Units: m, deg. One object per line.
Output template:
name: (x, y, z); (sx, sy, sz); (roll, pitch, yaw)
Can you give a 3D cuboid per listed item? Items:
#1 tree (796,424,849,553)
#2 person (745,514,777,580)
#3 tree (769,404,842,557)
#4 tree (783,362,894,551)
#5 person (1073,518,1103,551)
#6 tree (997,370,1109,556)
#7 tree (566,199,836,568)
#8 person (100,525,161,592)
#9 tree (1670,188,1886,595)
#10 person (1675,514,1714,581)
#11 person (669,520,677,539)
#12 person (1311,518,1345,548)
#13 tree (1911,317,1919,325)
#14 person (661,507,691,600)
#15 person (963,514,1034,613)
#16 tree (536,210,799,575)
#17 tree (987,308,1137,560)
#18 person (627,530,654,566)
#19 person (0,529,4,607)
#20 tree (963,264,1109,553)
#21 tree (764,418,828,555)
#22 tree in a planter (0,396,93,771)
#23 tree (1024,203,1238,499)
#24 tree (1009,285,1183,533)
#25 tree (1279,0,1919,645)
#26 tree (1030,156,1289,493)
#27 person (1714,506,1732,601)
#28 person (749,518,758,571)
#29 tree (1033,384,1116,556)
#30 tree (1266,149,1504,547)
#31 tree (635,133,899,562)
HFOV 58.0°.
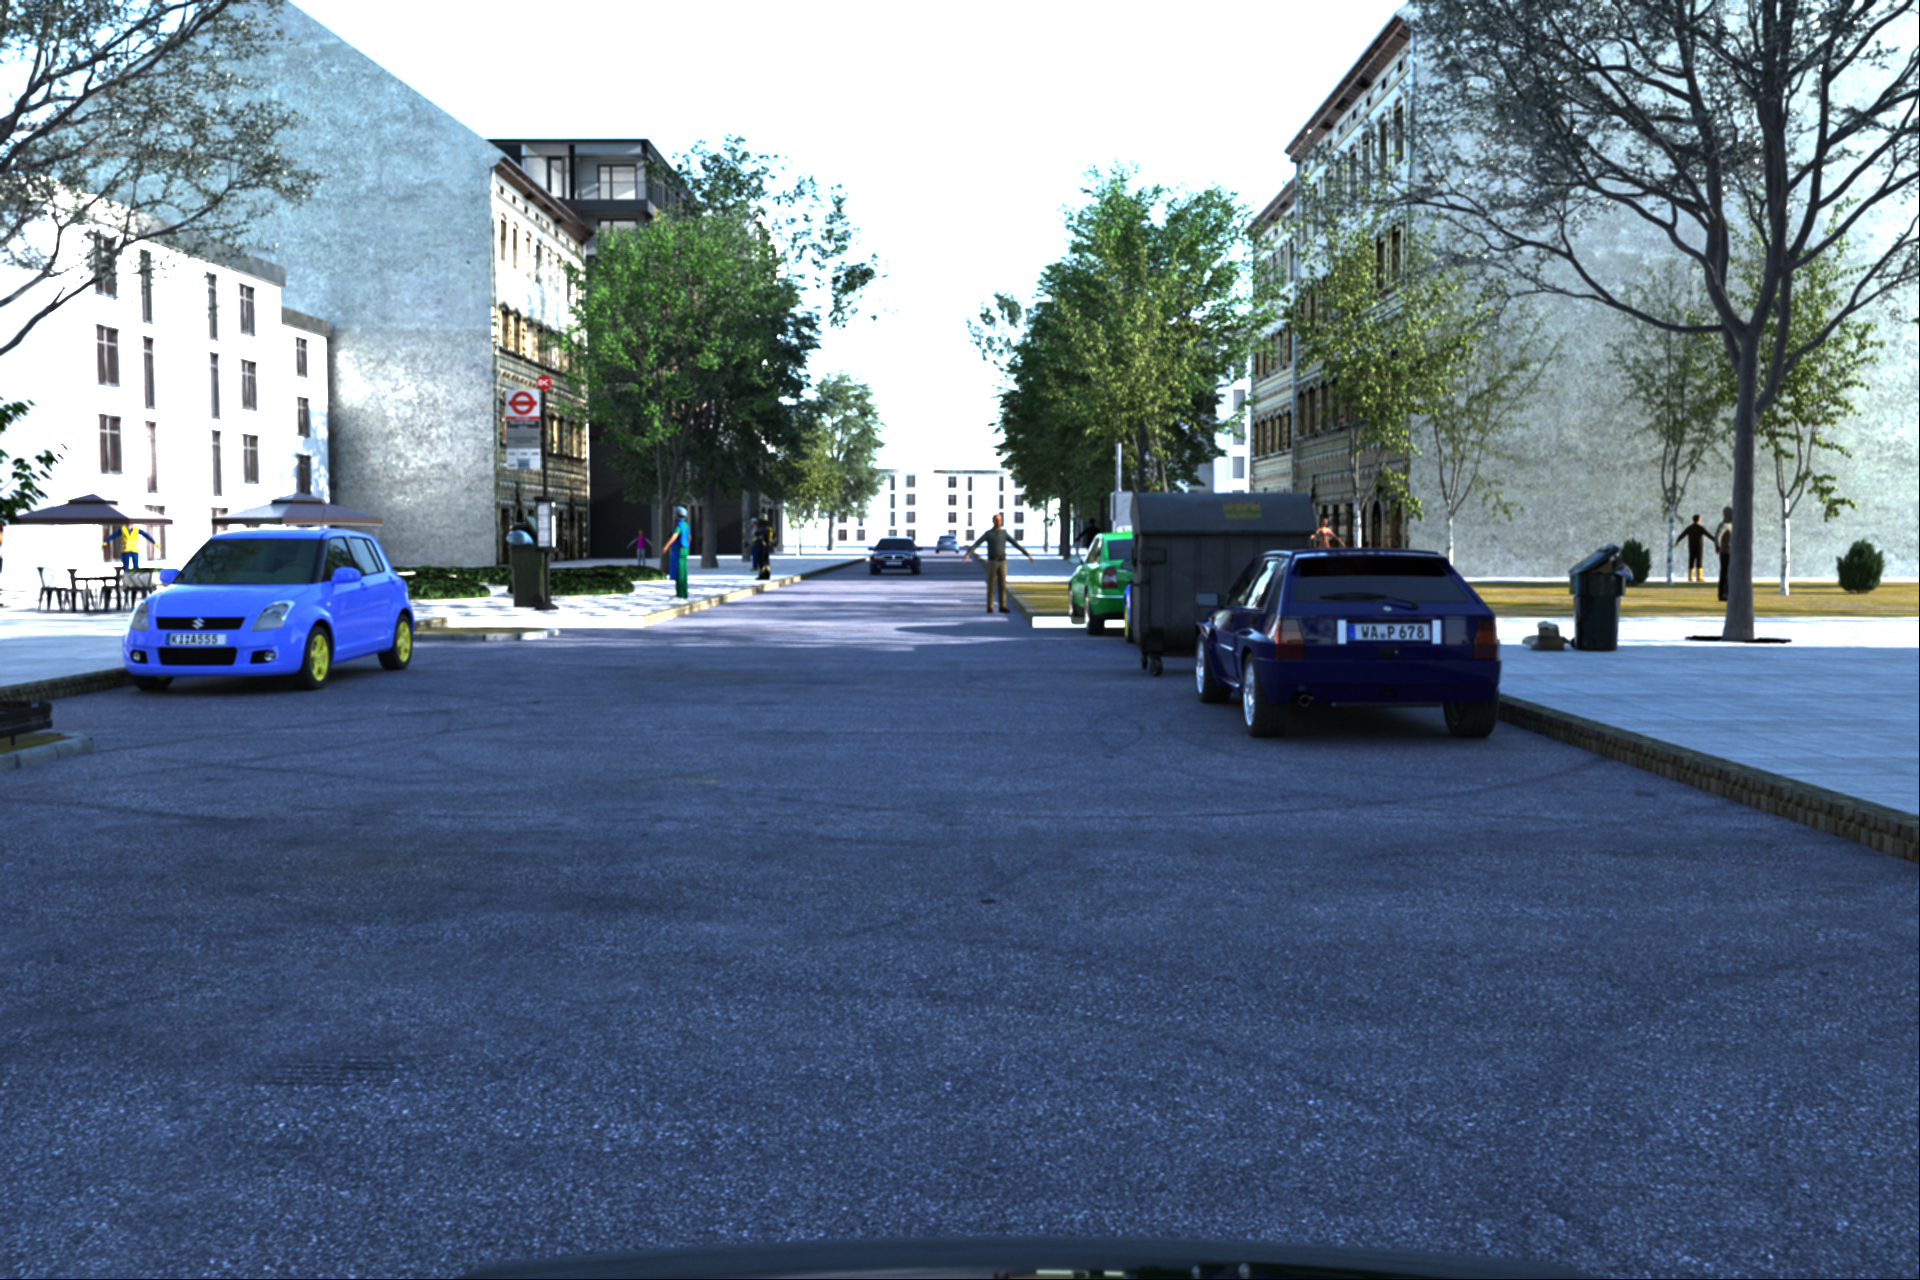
tree: (-9.618, -10.183, 116.851); (4.737, 8.622, 4.395); (0, 3, 0)
person: (-5.525, -2.615, 48.534); (0.705, 1.856, 1.354); (2, 4, 32)
tree: (-9.069, -9.040, 98.166); (4.737, 8.622, 4.395); (0, 3, 0)
tree: (-9.662, -13.679, 130.305); (9.857, 13.997, 8.962); (0, 3, 0)
person: (4.623, -3.339, 60.530); (1.347, 1.837, 0.705); (0, 4, 8)
tree: (5.643, -11.273, 102.437); (7.486, 12.596, 7.792); (0, 3, 0)
tree: (-9.584, -9.690, 65.090); (9.857, 13.997, 8.962); (0, 3, 0)
person: (-18.512, -1.969, 38.656); (1.216, 1.772, 0.721); (-2, 4, -28)
tree: (17.177, -5.242, 36.063); (4.737, 8.622, 4.395); (0, 3, 0)
person: (20.041, -2.507, 47.130); (0.704, 1.812, 1.346); (-3, 4, -38)
person: (-10.830, -3.663, 66.085); (1.347, 1.806, 0.705); (3, 5, 41)
person: (9.989, -2.480, 47.346); (1.217, 1.733, 0.721); (-1, 4, -22)
tree: (27.097, -7.586, 42.152); (7.486, 12.596, 7.792); (0, 3, 0)
person: (-5.499, -1.696, 33.855); (0.704, 1.817, 1.347); (1, 4, 11)
person: (0.677, -1.395, 31.536); (1.348, 1.796, 0.705); (-1, 4, -16)
tree: (-9.187, -7.875, 54.508); (9.928, 11.665, 9.643); (0, 3, 0)
tree: (4.862, -10.204, 84.955); (7.486, 12.596, 7.792); (0, 3, 0)
person: (-11.288, -3.177, 61.208); (0.991, 1.433, 0.599); (1, 4, 11)
person: (-17.130, -1.499, 30.657); (0.704, 1.843, 1.345); (-3, 4, -38)
tree: (7.399, -16.105, 119.208); (12.611, 20.169, 13.585); (0, 3, 0)
tree: (-9.763, -9.542, 106.376); (4.360, 8.622, 3.978); (0, 3, 0)
tree in a planter: (-6.731, -0.836, 10.889); (1.991, 3.239, 1.994); (0, 4, 0)
tree: (5.863, -8.635, 59.315); (7.486, 12.596, 7.792); (0, 3, 0)
tree: (5.620, -8.822, 69.993); (9.928, 11.665, 9.643); (0, 3, 0)
tree: (9.415, -6.730, 20.402); (12.009, 13.543, 11.850); (0, 3, 0)
tree: (5.591, -7.499, 48.365); (9.928, 11.665, 9.643); (0, 3, 0)
person: (14.729, -1.653, 33.157); (1.348, 1.813, 0.705); (-3, 5, -42)
person: (-7.218, -3.349, 60.616); (0.705, 1.847, 1.347); (0, 4, 2)
tree: (5.265, -7.800, 77.885); (4.737, 8.622, 4.395); (0, 3, 0)
tree: (7.929, -5.082, 33.453); (4.737, 8.622, 4.395); (0, 3, 0)
tree: (-9.233, -13.739, 80.524); (12.611, 20.169, 13.585); (0, 3, 0)
